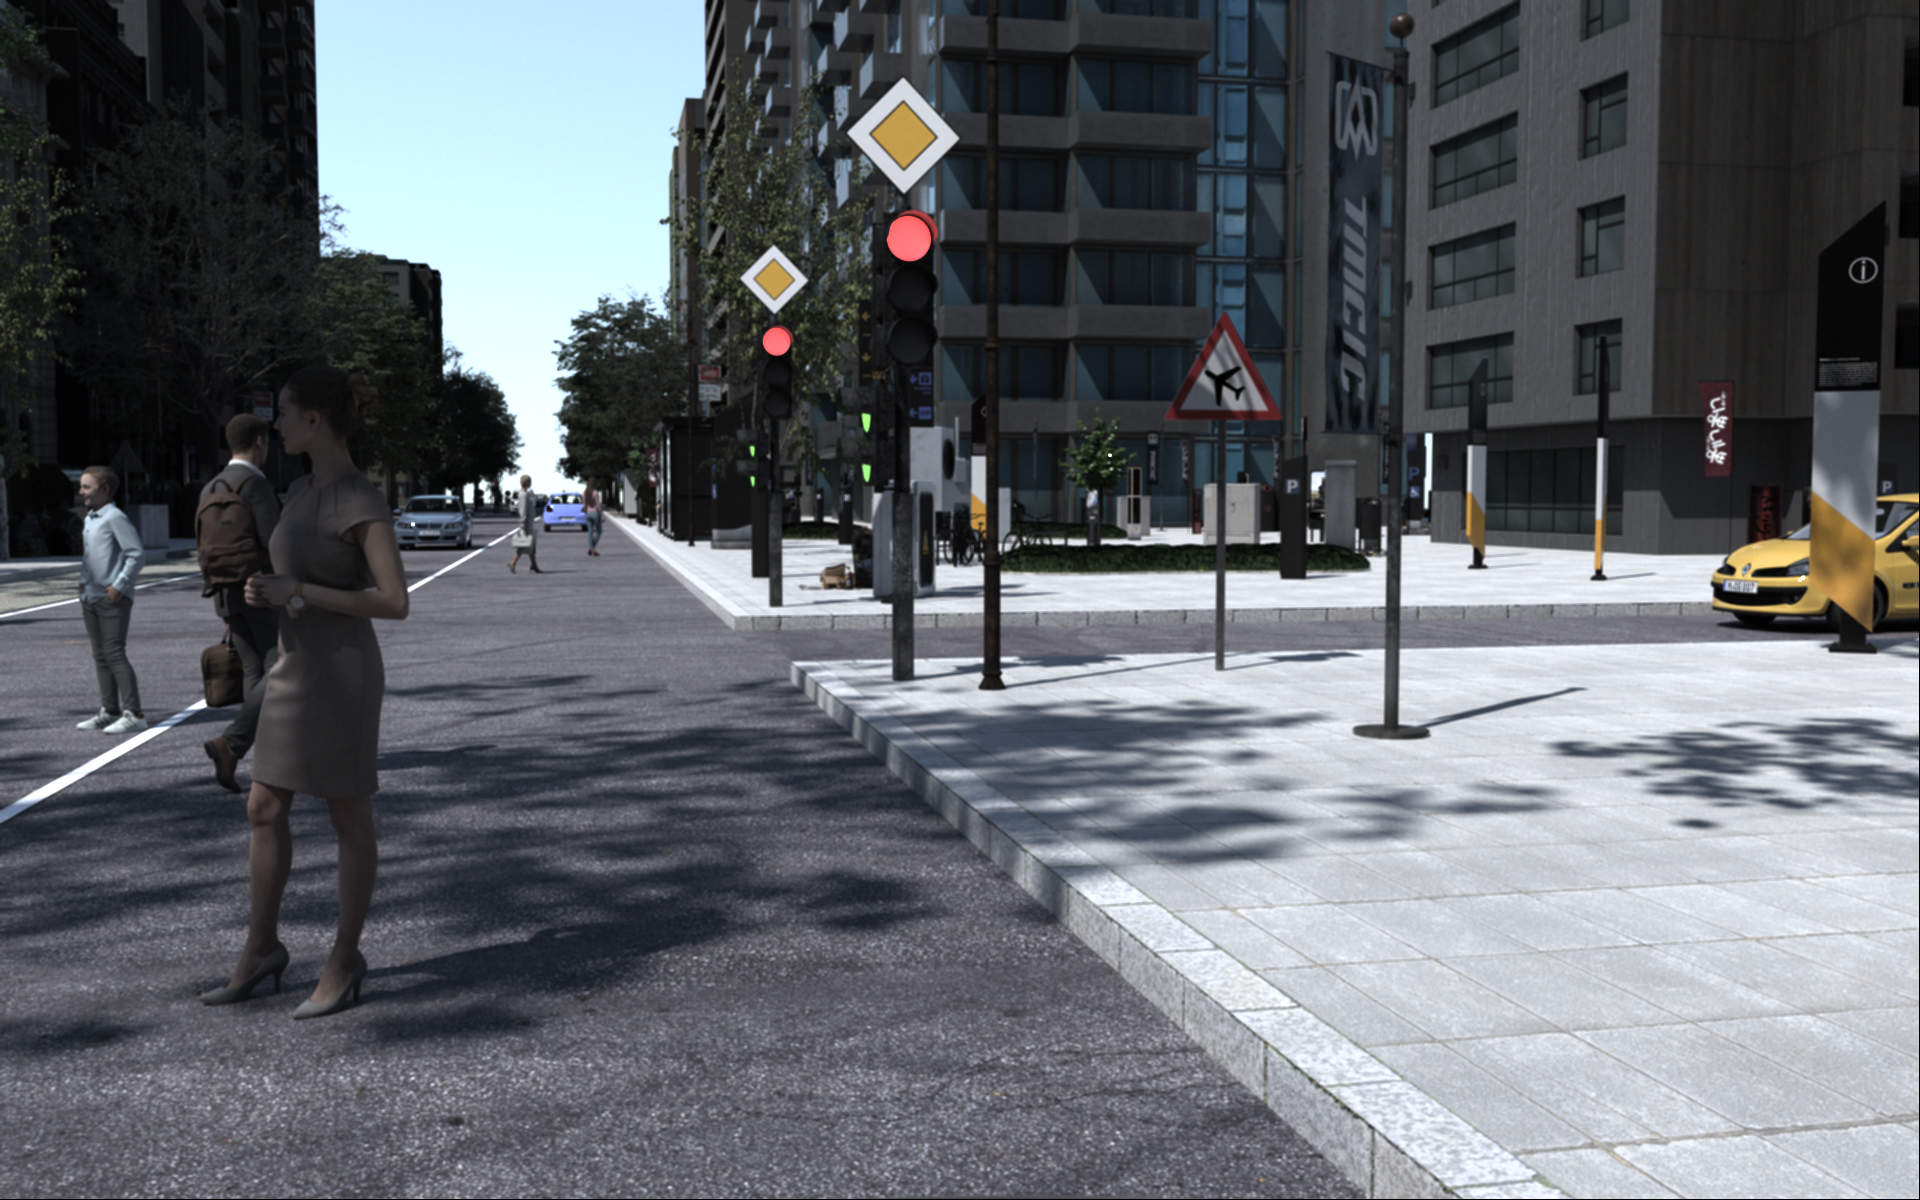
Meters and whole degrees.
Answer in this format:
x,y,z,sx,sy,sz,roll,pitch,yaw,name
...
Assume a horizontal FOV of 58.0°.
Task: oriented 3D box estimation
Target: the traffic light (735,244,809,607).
x,y,z,sx,sy,sz,roll,pitch,yaw,name
-2.117,-1.877,19.616,0.839,4.253,0.868,-1,4,-12,traffic light

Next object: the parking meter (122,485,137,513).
x,y,z,sx,sy,sz,roll,pitch,yaw,name
-22.850,-2.403,47.693,0.372,1.533,0.369,0,3,0,parking meter

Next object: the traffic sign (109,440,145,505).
x,y,z,sx,sy,sz,roll,pitch,yaw,name
-20.010,-2.542,41.562,0.884,2.594,0.081,0,4,-7,traffic sign

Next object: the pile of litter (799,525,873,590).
x,y,z,sx,sy,sz,roll,pitch,yaw,name
-1.414,-0.599,23.753,1.719,0.858,1.176,-1,4,-13,pile of litter

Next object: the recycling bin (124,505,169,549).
x,y,z,sx,sy,sz,roll,pitch,yaw,name
-19.102,-1.719,40.664,0.722,1.027,0.722,2,4,34,recycling bin

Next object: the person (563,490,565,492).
x,y,z,sx,sy,sz,roll,pitch,yaw,name
-33.886,-8.482,147.710,0.750,1.759,0.617,-3,5,-44,person

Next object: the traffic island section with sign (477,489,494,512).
x,y,z,sx,sy,sz,roll,pitch,yaw,name
-39.194,-8.137,141.664,1.989,1.847,2.006,-1,4,-12,traffic island section with sign

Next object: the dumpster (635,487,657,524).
x,y,z,sx,sy,sz,roll,pitch,yaw,name
-13.515,-4.268,75.536,1.264,1.857,1.865,-1,4,-12,dumpster

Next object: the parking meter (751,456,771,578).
x,y,z,sx,sy,sz,roll,pitch,yaw,name
-3.032,-1.281,26.660,0.255,1.863,0.399,1,4,14,parking meter

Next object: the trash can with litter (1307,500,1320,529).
x,y,z,sx,sy,sz,roll,pitch,yaw,name
12.842,-3.159,63.031,0.624,1.170,1.055,0,4,7,trash can with litter

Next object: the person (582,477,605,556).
x,y,z,sx,sy,sz,roll,pitch,yaw,name
-8.462,-1.930,40.064,0.555,1.821,0.388,1,4,16,person

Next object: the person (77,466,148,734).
x,y,z,sx,sy,sz,roll,pitch,yaw,name
-5.193,-0.013,10.528,0.330,1.601,0.589,-3,5,-44,person

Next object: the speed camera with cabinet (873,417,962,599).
x,y,z,sx,sy,sz,roll,pitch,yaw,name
-0.562,-1.696,22.059,0.660,3.252,2.038,1,4,13,speed camera with cabinet

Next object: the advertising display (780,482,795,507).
x,y,z,sx,sy,sz,roll,pitch,yaw,name
-9.242,-5.347,92.634,0.974,1.923,0.123,-3,5,-40,advertising display

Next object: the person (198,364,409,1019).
x,y,z,sx,sy,sz,roll,pitch,yaw,name
-1.807,0.249,4.768,0.599,1.781,0.374,3,4,37,person

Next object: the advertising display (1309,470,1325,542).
x,y,z,sx,sy,sz,roll,pitch,yaw,name
9.797,-2.505,46.176,0.974,1.923,0.123,2,4,32,advertising display

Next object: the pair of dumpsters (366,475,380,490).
x,y,z,sx,sy,sz,roll,pitch,yaw,name
-30.551,-5.250,88.327,1.574,2.255,4.437,-1,4,-12,pair of dumpsters

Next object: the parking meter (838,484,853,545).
x,y,z,sx,sy,sz,roll,pitch,yaw,name
-2.904,-2.179,44.045,0.372,1.533,0.369,0,3,0,parking meter

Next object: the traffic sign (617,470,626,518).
x,y,z,sx,sy,sz,roll,pitch,yaw,name
-17.688,-5.581,91.358,0.768,2.556,0.104,0,4,-3,traffic sign

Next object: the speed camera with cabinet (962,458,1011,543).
x,y,z,sx,sy,sz,roll,pitch,yaw,name
0.366,-3.098,44.983,2.038,3.252,0.660,-3,4,-37,speed camera with cabinet

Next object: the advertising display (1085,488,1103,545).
x,y,z,sx,sy,sz,roll,pitch,yaw,name
3.231,-2.235,41.761,0.123,1.923,0.974,-1,4,-14,advertising display

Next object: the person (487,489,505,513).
x,y,z,sx,sy,sz,roll,pitch,yaw,name
-34.415,-7.340,128.495,1.348,1.826,0.705,-2,4,-31,person

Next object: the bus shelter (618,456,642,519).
x,y,z,sx,sy,sz,roll,pitch,yaw,name
-16.179,-5.719,87.433,2.014,3.302,5.546,-1,4,-12,bus shelter

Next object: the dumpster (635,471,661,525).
x,y,z,sx,sy,sz,roll,pitch,yaw,name
-12.682,-4.239,71.800,1.502,2.255,1.985,-1,4,-12,dumpster

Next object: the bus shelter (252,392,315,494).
x,y,z,sx,sy,sz,roll,pitch,yaw,name
-27.179,-5.694,70.721,2.179,5.291,8.768,-1,4,-12,bus shelter

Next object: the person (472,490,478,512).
x,y,z,sx,sy,sz,roll,pitch,yaw,name
-39.192,-7.996,139.924,0.721,1.739,1.217,-2,4,-31,person

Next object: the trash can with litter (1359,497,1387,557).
x,y,z,sx,sy,sz,roll,pitch,yaw,name
8.095,-1.514,35.818,2.233,1.210,1.678,-2,4,-23,trash can with litter

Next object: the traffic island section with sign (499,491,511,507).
x,y,z,sx,sy,sz,roll,pitch,yaw,name
-50.984,-11.436,195.608,1.989,1.847,2.006,-1,4,-12,traffic island section with sign

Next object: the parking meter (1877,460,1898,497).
x,y,z,sx,sy,sz,roll,pitch,yaw,name
15.531,-1.435,29.181,0.399,1.863,0.255,0,4,-8,parking meter

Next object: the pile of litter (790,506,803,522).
x,y,z,sx,sy,sz,roll,pitch,yaw,name
-5.852,-2.972,62.555,1.719,0.858,1.176,-1,4,-23,pile of litter

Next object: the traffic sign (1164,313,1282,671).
x,y,z,sx,sy,sz,roll,pitch,yaw,name
1.889,-0.765,12.517,0.884,2.594,0.081,-1,4,-11,traffic sign

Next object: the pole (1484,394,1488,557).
x,y,z,sx,sy,sz,roll,pitch,yaw,name
10.603,-2.530,35.202,0.158,3.312,0.155,0,3,0,pole

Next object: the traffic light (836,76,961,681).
x,y,z,sx,sy,sz,roll,pitch,yaw,name
-0.410,-1.400,11.814,0.839,4.253,0.868,-1,4,-12,traffic light

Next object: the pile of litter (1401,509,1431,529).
x,y,z,sx,sy,sz,roll,pitch,yaw,name
15.852,-2.835,60.313,1.176,0.858,1.719,-2,4,-34,pile of litter

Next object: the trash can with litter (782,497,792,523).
x,y,z,sx,sy,sz,roll,pitch,yaw,name
-5.917,-2.948,59.580,0.624,1.170,1.055,-2,4,-34,trash can with litter

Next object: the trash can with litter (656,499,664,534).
x,y,z,sx,sy,sz,roll,pitch,yaw,name
-9.617,-2.739,56.171,0.624,1.170,1.055,-1,4,-19,trash can with litter

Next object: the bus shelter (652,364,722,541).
x,y,z,sx,sy,sz,roll,pitch,yaw,name
-7.894,-4.492,51.074,2.179,5.291,8.768,-1,4,-12,bus shelter

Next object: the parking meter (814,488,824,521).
x,y,z,sx,sy,sz,roll,pitch,yaw,name
-5.517,-3.623,67.648,0.372,1.533,0.369,0,3,0,parking meter

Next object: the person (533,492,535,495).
x,y,z,sx,sy,sz,roll,pitch,yaw,name
-54.246,-12.900,220.136,1.217,1.743,0.721,-1,4,-15,person

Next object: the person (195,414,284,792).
x,y,z,sx,sy,sz,roll,pitch,yaw,name
-3.548,-0.009,8.610,0.622,1.834,0.822,1,4,22,person

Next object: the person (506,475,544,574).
x,y,z,sx,sy,sz,roll,pitch,yaw,name
-7.879,-1.373,31.308,0.624,1.780,0.694,0,4,-5,person

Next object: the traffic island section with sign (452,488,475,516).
x,y,z,sx,sy,sz,roll,pitch,yaw,name
-33.427,-6.526,115.330,1.989,1.847,2.006,-1,4,-12,traffic island section with sign

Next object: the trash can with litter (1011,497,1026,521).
x,y,z,sx,sy,sz,roll,pitch,yaw,name
2.073,-2.738,56.146,1.055,1.170,0.624,0,4,-7,trash can with litter

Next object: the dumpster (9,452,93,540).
x,y,z,sx,sy,sz,roll,pitch,yaw,name
-21.112,-2.308,40.230,1.502,2.255,1.985,-1,4,-12,dumpster

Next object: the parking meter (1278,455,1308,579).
x,y,z,sx,sy,sz,roll,pitch,yaw,name
5.022,-1.250,26.143,0.399,1.863,0.255,1,4,22,parking meter

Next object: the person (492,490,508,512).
x,y,z,sx,sy,sz,roll,pitch,yaw,name
-36.911,-7.935,138.926,1.217,1.739,0.721,-1,4,-9,person

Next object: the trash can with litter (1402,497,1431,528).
x,y,z,sx,sy,sz,roll,pitch,yaw,name
16.254,-3.085,61.831,1.055,1.170,0.624,0,4,-3,trash can with litter

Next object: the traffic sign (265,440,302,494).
x,y,z,sx,sy,sz,roll,pitch,yaw,name
-25.925,-4.361,65.169,2.265,3.308,0.079,0,4,-6,traffic sign
